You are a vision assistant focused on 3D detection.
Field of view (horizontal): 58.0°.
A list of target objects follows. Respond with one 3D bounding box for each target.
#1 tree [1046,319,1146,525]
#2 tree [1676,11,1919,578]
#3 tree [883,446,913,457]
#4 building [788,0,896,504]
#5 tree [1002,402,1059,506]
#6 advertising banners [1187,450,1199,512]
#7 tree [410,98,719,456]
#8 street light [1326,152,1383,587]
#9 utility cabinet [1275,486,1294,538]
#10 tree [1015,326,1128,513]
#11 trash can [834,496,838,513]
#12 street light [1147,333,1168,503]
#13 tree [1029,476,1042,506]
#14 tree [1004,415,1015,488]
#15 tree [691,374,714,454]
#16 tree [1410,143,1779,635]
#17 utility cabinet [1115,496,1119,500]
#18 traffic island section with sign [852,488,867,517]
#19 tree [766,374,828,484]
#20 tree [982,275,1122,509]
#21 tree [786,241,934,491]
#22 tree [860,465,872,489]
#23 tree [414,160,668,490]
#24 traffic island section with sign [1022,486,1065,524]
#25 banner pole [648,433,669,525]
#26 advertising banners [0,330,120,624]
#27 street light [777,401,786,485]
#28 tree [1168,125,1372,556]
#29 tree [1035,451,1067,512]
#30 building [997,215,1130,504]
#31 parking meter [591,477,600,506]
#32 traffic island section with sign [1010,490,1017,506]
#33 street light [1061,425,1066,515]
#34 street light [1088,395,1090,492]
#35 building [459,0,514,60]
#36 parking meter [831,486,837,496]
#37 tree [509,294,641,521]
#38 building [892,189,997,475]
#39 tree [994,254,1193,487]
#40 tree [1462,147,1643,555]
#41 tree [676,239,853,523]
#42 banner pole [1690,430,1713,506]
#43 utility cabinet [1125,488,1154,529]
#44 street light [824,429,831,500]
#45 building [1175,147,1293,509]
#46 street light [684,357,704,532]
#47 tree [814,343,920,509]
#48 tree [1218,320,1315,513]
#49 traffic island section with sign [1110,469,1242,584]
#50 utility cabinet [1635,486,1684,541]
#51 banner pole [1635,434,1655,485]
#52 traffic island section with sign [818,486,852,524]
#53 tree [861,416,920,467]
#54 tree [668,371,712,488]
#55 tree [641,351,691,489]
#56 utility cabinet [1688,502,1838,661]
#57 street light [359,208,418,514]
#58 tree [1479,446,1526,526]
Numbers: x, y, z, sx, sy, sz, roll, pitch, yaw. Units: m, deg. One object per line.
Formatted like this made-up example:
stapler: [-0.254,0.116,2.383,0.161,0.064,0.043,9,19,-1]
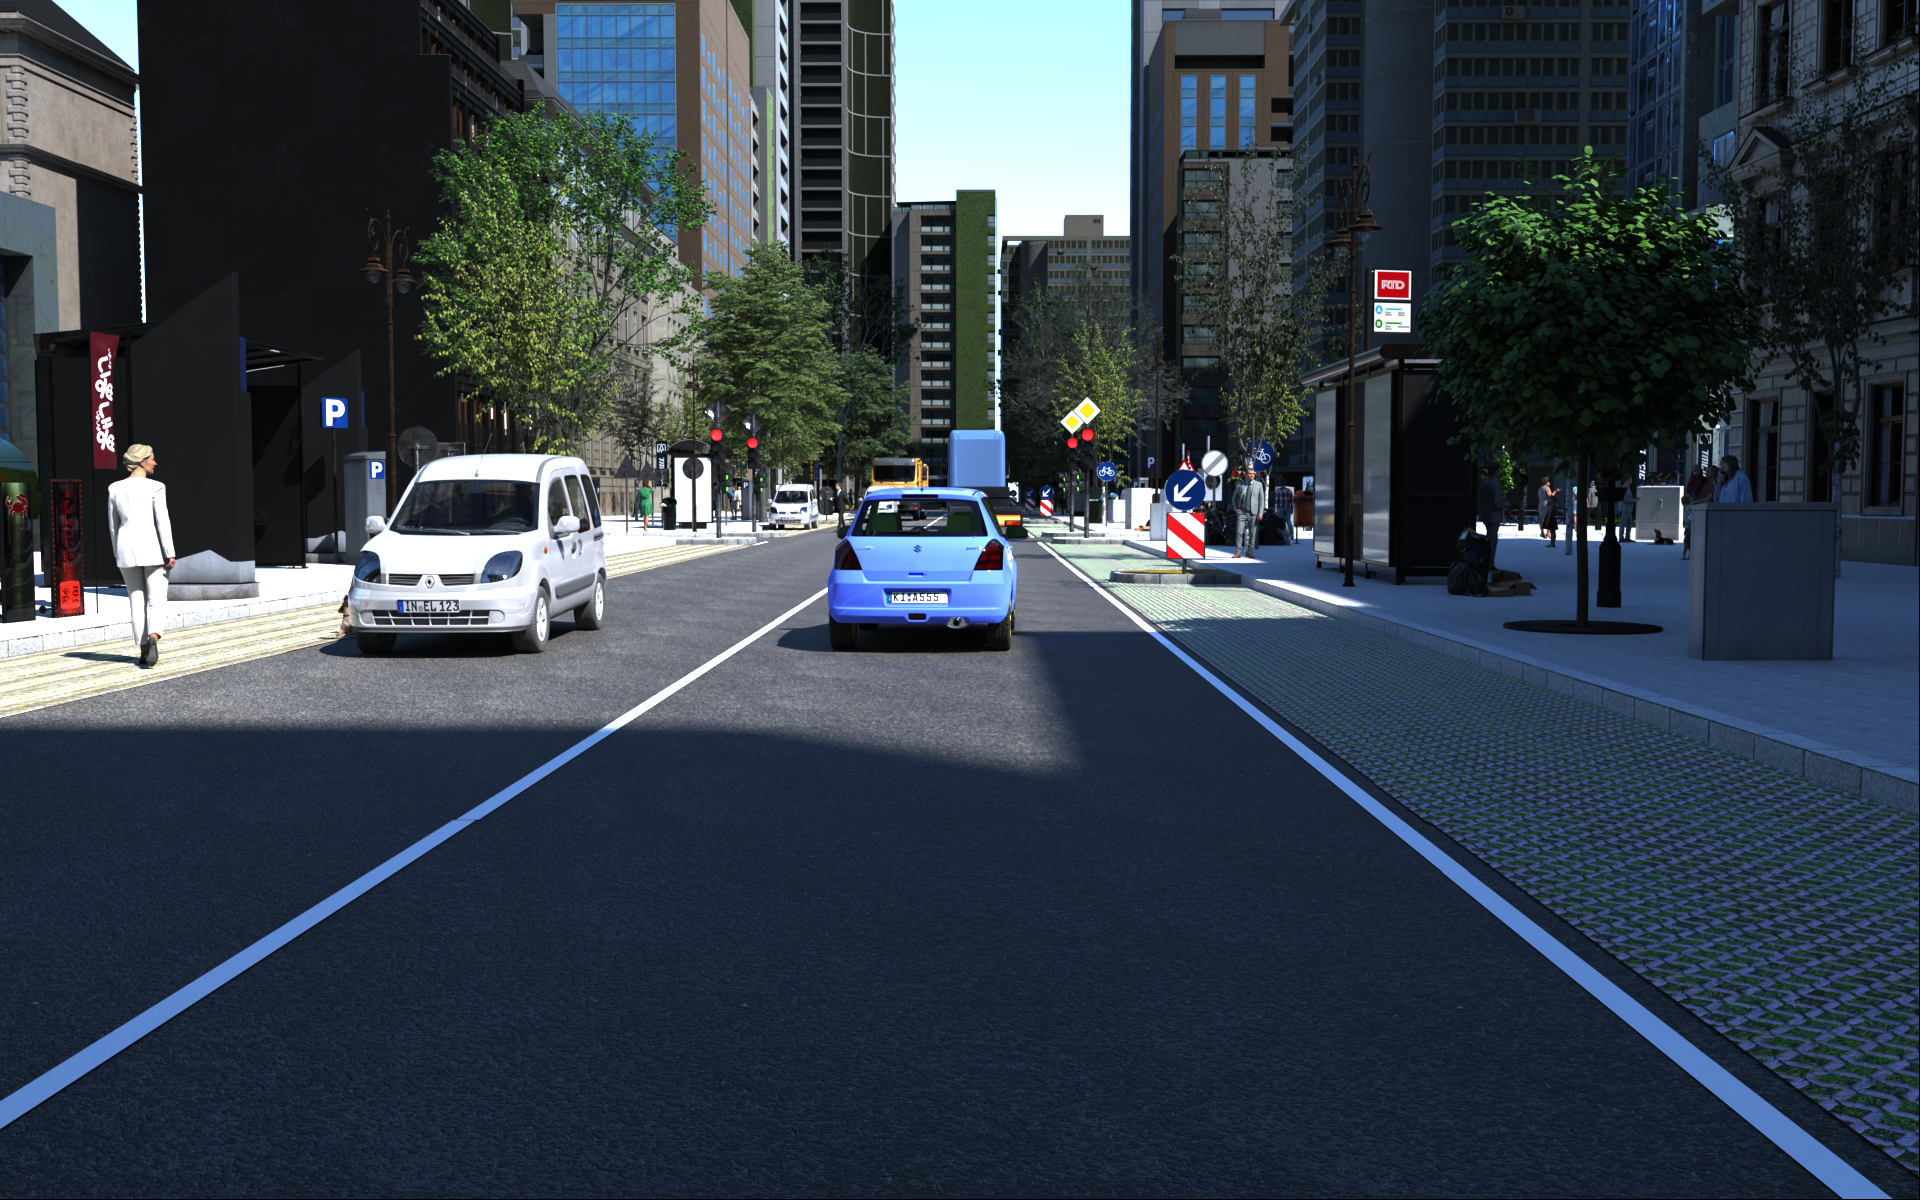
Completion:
tree: [5.879,-7.447,72.114,4.737,8.622,4.395,0,3,0]
tree: [13.124,-4.638,26.199,4.360,8.622,3.978,0,3,0]
tree: [-7.658,-15.561,204.788,4.360,8.622,3.978,0,3,0]
building: [-19.431,-48.871,237.296,20.611,71.187,20.563,0,4,1]
tree: [8.074,-16.364,193.305,9.928,11.665,9.643,0,3,0]
advertising banners: [9.454,-4.535,70.328,0.090,3.025,2.074,1,4,22]
tree: [-10.223,-7.274,44.691,9.928,11.665,9.643,0,3,0]
street light: [5.397,-3.124,23.867,0.468,5.910,1.993,0,4,1]
utility cabinet: [9.445,-2.550,50.371,0.318,1.500,1.173,0,4,-2]
tree: [7.790,-12.122,116.320,7.486,12.596,7.792,0,3,0]
trash can: [-8.425,-6.459,117.261,0.748,1.137,0.748,0,3,0]
street light: [5.668,-4.712,49.835,0.468,5.910,1.993,0,4,1]
tree: [7.801,-11.398,180.951,1.663,3.219,1.824,0,3,0]
tree: [8.424,-17.697,207.470,7.486,12.596,7.792,0,3,0]
tree: [-16.111,-9.474,105.258,4.360,8.622,3.978,0,3,0]
tree: [5.948,-2.002,16.449,4.285,4.588,4.351,0,3,0]
utility cabinet: [7.110,-4.386,82.877,1.020,1.237,0.306,-2,4,-35]
traffic island section with sign: [-6.086,-6.210,110.155,1.989,1.847,2.006,0,4,1]
tree: [-9.594,-9.051,98.352,4.360,8.622,3.978,0,3,0]
tree: [8.236,-17.905,148.640,12.611,20.169,13.585,0,3,0]
tree: [-8.373,-16.651,128.126,12.611,20.169,13.585,0,3,0]
tree: [-8.327,-11.411,170.290,4.285,4.588,4.351,0,3,0]
tree: [-9.686,-5.376,38.260,4.737,8.622,4.395,0,3,0]
traffic island section with sign: [4.034,-4.574,83.416,1.989,1.847,2.006,0,4,1]
banner pole: [-12.459,-4.982,71.468,0.863,3.779,0.401,0,4,0]
advertising banners: [-9.331,-1.334,17.994,0.090,3.025,2.074,1,4,8]
street light: [-8.646,-6.834,84.531,0.468,5.910,1.993,0,4,1]
tree: [6.198,-5.220,35.712,4.360,8.622,3.978,0,3,0]
tree: [6.847,-8.649,125.130,4.285,4.588,4.351,0,3,0]
building: [17.336,-33.751,243.717,23.993,40.220,32.217,0,4,1]
parking meter: [-12.538,-3.288,59.474,0.255,1.863,0.399,1,4,11]
traffic island section with sign: [4.325,-6.223,110.379,1.989,1.847,2.006,0,4,1]
street light: [6.351,-8.199,106.835,0.468,5.910,1.993,0,4,1]
street light: [5.986,-6.610,80.868,0.468,5.910,1.993,0,4,1]
building: [-69.413,-48.856,237.053,20.611,71.187,20.563,0,4,1]
parking meter: [-8.645,-6.895,118.452,0.399,1.863,0.255,0,4,3]
tree: [-14.085,-6.870,62.689,4.360,8.622,3.978,0,3,0]
building: [-2.118,-33.709,234.736,14.086,41.232,14.154,0,4,1]
tree: [6.913,-10.964,89.626,12.009,13.543,11.850,0,3,0]
tree: [12.571,-5.250,36.205,4.737,8.622,4.395,0,3,0]
tree: [-8.669,-9.716,76.976,7.486,12.596,7.792,0,3,0]
banner pole: [25.319,-4.237,59.286,0.863,3.779,0.401,1,4,20]
utility cabinet: [6.493,-3.332,63.164,0.318,1.500,1.173,3,5,44]
street light: [-8.439,-8.423,110.499,0.468,5.910,1.993,0,4,1]
building: [25.280,-23.029,148.229,14.160,30.474,14.107,0,4,1]
street light: [-8.987,-5.246,58.564,0.468,5.910,1.993,0,4,1]
tree: [-8.500,-14.597,145.320,9.857,13.997,8.962,0,3,0]
tree: [12.701,-7.426,71.769,4.737,8.622,4.395,0,3,0]
traffic island section with sign: [3.484,-1.204,28.309,1.989,1.847,2.006,0,4,1]
utility cabinet: [19.193,-2.377,47.537,1.173,1.500,0.318,3,5,42]
banner pole: [23.457,-4.229,59.164,0.863,3.779,0.401,0,4,-4]
traffic island section with sign: [-6.372,-4.561,83.202,1.989,1.847,2.006,0,4,1]
tree: [-7.905,-16.079,197.297,7.601,10.594,8.767,2,4,27]
tree: [-15.935,-9.139,99.778,4.737,8.622,4.395,0,3,0]
tree: [-15.512,-8.083,82.511,4.360,8.622,3.978,0,3,0]
utility cabinet: [6.227,-0.141,13.462,1.020,1.237,0.306,0,4,-1]
street light: [-9.298,-3.398,28.337,0.468,5.910,1.993,0,4,1]
tree: [21.545,-4.552,69.032,1.663,3.219,1.824,0,3,0]
